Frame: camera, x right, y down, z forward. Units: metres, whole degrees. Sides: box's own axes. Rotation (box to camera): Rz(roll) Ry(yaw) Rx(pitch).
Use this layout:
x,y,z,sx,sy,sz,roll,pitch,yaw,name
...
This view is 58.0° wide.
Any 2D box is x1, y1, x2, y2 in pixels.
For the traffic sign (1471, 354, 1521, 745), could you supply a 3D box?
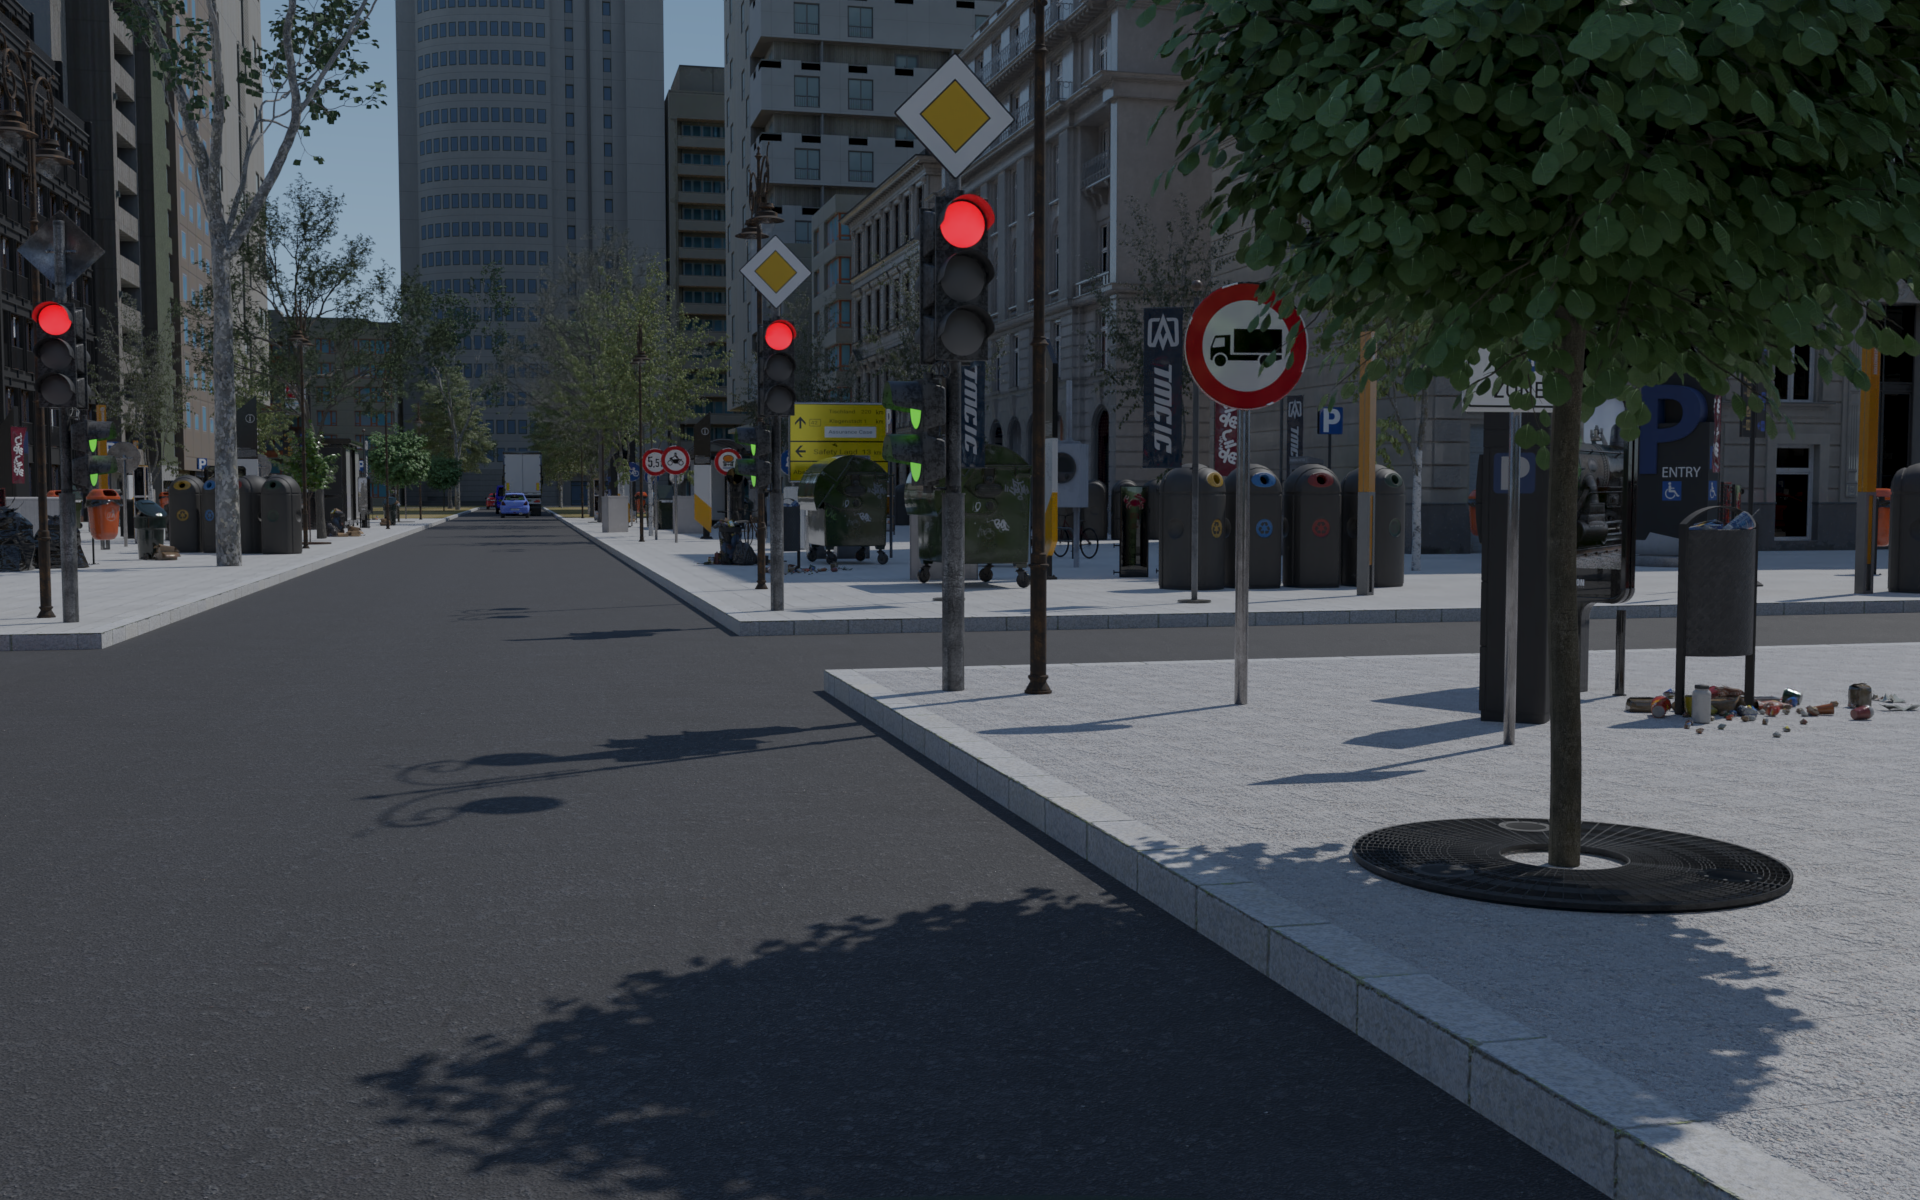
x,y,z,sx,sy,sz,roll,pitch,yaw,name
2.812,-0.408,8.801,0.606,2.300,0.079,-1,4,-11,traffic sign

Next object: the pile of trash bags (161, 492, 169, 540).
x,y,z,sx,sy,sz,roll,pitch,yaw,name
-21.333,-2.369,48.487,1.912,1.369,3.447,-3,4,-39,pile of trash bags

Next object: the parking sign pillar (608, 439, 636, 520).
x,y,z,sx,sy,sz,roll,pitch,yaw,name
-16.492,-5.869,84.428,1.447,3.967,1.447,-3,4,-36,parking sign pillar

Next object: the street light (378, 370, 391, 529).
x,y,z,sx,sy,sz,roll,pitch,yaw,name
-20.894,-5.523,63.084,0.468,5.910,1.993,-1,4,-14,street light

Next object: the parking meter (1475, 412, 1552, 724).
x,y,z,sx,sy,sz,roll,pitch,yaw,name
3.129,-0.248,9.771,0.399,1.863,0.255,2,4,29,parking meter

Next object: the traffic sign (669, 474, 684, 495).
x,y,z,sx,sy,sz,roll,pitch,yaw,name
-14.712,-5.496,89.965,0.768,2.556,0.104,0,4,-5,traffic sign

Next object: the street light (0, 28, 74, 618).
x,y,z,sx,sy,sz,roll,pitch,yaw,name
-9.489,-2.753,17.807,0.468,5.910,1.993,-1,4,-14,street light

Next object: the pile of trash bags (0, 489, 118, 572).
x,y,z,sx,sy,sz,roll,pitch,yaw,name
-16.015,-1.245,30.115,1.912,1.369,3.447,1,4,19,pile of trash bags

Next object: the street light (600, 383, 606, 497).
x,y,z,sx,sy,sz,roll,pitch,yaw,name
-14.183,-5.871,68.784,0.468,5.910,1.993,-1,4,-14,street light

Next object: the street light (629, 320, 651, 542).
x,y,z,sx,sy,sz,roll,pitch,yaw,name
-8.540,-4.497,46.306,0.468,5.910,1.993,-1,4,-14,street light

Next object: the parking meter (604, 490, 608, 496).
x,y,z,sx,sy,sz,roll,pitch,yaw,name
-18.361,-5.004,90.224,0.372,1.533,0.369,0,3,0,parking meter

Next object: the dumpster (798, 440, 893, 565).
x,y,z,sx,sy,sz,roll,pitch,yaw,name
-2.116,-1.808,32.062,1.502,2.255,1.985,-1,4,-14,dumpster

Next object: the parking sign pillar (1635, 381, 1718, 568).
x,y,z,sx,sy,sz,roll,pitch,yaw,name
12.748,-2.588,30.779,1.447,3.967,1.447,-3,5,-43,parking sign pillar

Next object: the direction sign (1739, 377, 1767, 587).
x,y,z,sx,sy,sz,roll,pitch,yaw,name
10.984,-1.959,24.022,0.379,3.537,0.876,3,5,45,direction sign

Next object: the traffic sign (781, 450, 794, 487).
x,y,z,sx,sy,sz,roll,pitch,yaw,name
-4.681,-2.964,48.568,0.768,2.556,0.104,0,4,-7,traffic sign

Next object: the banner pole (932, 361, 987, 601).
x,y,z,sx,sy,sz,roll,pitch,yaw,name
0.023,-1.870,20.587,0.401,3.779,0.863,-3,5,-43,banner pole

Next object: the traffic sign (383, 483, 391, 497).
x,y,z,sx,sy,sz,roll,pitch,yaw,name
-27.767,-5.029,84.357,0.606,2.300,0.079,-1,4,-10,traffic sign

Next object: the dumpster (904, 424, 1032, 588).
x,y,z,sx,sy,sz,roll,pitch,yaw,name
0.156,-1.330,24.235,1.502,2.255,1.985,-1,4,-14,dumpster

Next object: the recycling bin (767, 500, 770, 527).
x,y,z,sx,sy,sz,roll,pitch,yaw,name
-7.490,-3.438,68.773,0.722,1.027,0.722,0,4,6,recycling bin

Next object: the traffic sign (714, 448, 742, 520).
x,y,z,sx,sy,sz,roll,pitch,yaw,name
-6.423,-2.933,48.067,0.768,2.556,0.104,-1,4,-9,traffic sign

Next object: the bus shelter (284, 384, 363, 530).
x,y,z,sx,sy,sz,roll,pitch,yaw,name
-24.187,-5.404,65.993,2.179,5.291,8.768,-1,4,-14,bus shelter

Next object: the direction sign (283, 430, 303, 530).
x,y,z,sx,sy,sz,roll,pitch,yaw,name
-23.338,-4.218,60.962,0.876,3.537,0.379,-1,4,-14,direction sign

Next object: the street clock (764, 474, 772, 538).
x,y,z,sx,sy,sz,roll,pitch,yaw,name
-5.691,-2.794,50.257,0.471,2.002,0.358,-1,4,-10,street clock

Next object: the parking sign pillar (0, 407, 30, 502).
x,y,z,sx,sy,sz,roll,pitch,yaw,name
-29.524,-4.002,53.911,1.447,3.967,1.447,2,4,35,parking sign pillar

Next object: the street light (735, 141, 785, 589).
x,y,z,sx,sy,sz,roll,pitch,yaw,name
-2.678,-3.082,23.185,0.468,5.910,1.993,-1,4,-14,street light

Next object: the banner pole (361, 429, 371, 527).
x,y,z,sx,sy,sz,roll,pitch,yaw,name
-22.998,-4.712,67.063,0.401,3.779,0.863,0,4,-5,banner pole

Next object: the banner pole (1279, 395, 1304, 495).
x,y,z,sx,sy,sz,roll,pitch,yaw,name
7.365,-2.982,38.780,0.401,3.779,0.863,-3,4,-39,banner pole

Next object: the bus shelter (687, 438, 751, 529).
x,y,z,sx,sy,sz,roll,pitch,yaw,name
-9.249,-4.385,65.624,2.014,3.302,5.546,-1,4,-14,bus shelter

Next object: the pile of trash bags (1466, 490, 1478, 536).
x,y,z,sx,sy,sz,roll,pitch,yaw,name
11.502,-1.546,35.034,3.447,1.369,1.912,-2,4,-35,pile of trash bags

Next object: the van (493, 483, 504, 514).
x,y,z,sx,sy,sz,roll,pitch,yaw,name
-32.744,-7.417,125.656,2.240,2.365,5.245,-1,4,-15,van

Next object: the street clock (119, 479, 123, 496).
x,y,z,sx,sy,sz,roll,pitch,yaw,name
-40.790,-4.881,84.367,0.358,2.002,0.471,-1,4,-20,street clock

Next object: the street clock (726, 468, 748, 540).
x,y,z,sx,sy,sz,roll,pitch,yaw,name
-6.157,-2.626,47.503,0.471,2.002,0.358,0,4,2,street clock

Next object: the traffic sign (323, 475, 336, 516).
x,y,z,sx,sy,sz,roll,pitch,yaw,name
-22.713,-3.777,61.764,0.884,2.594,0.081,-1,4,-11,traffic sign

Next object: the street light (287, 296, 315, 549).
x,y,z,sx,sy,sz,roll,pitch,yaw,name
-15.390,-4.146,40.571,0.468,5.910,1.993,-1,4,-14,street light

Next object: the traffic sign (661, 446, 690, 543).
x,y,z,sx,sy,sz,roll,pitch,yaw,name
-7.475,-2.780,45.563,0.768,2.556,0.104,-1,4,-8,traffic sign

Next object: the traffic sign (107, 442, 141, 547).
x,y,z,sx,sy,sz,roll,pitch,yaw,name
-20.343,-2.572,42.166,0.768,2.556,0.104,-1,4,-12,traffic sign

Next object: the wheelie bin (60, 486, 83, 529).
x,y,z,sx,sy,sz,roll,pitch,yaw,name
-32.735,-3.406,63.604,0.693,1.594,0.980,1,4,13,wheelie bin

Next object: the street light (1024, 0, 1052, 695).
x,y,z,sx,sy,sz,roll,pitch,yaw,name
0.503,-2.336,10.981,0.468,5.910,1.993,-1,4,-14,street light

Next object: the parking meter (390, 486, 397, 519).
x,y,z,sx,sy,sz,roll,pitch,yaw,name
-29.185,-5.115,89.348,0.255,1.863,0.399,0,4,7,parking meter

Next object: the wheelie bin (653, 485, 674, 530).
x,y,z,sx,sy,sz,roll,pitch,yaw,name
-10.715,-3.345,62.605,0.980,1.594,0.693,-2,4,-28,wheelie bin

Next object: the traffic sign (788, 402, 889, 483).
x,y,z,sx,sy,sz,roll,pitch,yaw,name
-2.682,-2.729,38.492,2.265,3.308,0.079,-1,4,-11,traffic sign

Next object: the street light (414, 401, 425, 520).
x,y,z,sx,sy,sz,roll,pitch,yaw,name
-26.881,-6.933,86.149,0.468,5.910,1.993,-1,4,-14,street light

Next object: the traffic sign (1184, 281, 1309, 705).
x,y,z,sx,sy,sz,roll,pitch,yaw,name
1.715,-0.636,10.498,0.768,2.556,0.104,0,4,-6,traffic sign

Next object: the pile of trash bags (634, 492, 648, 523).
x,y,z,sx,sy,sz,roll,pitch,yaw,name
-13.146,-4.058,76.099,3.447,1.369,1.912,3,5,41,pile of trash bags

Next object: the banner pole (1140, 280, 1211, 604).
x,y,z,sx,sy,sz,roll,pitch,yaw,name
2.549,-1.860,20.428,0.863,3.779,0.401,1,4,16,banner pole

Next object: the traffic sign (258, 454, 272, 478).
x,y,z,sx,sy,sz,roll,pitch,yaw,name
-22.304,-3.366,55.137,0.768,2.556,0.104,-1,4,-13,traffic sign

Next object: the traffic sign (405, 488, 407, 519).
x,y,z,sx,sy,sz,roll,pitch,yaw,name
-28.416,-5.429,88.768,0.884,2.594,0.081,0,4,-7,traffic sign

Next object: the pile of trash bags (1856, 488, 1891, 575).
x,y,z,sx,sy,sz,roll,pitch,yaw,name
15.892,-1.056,27.010,3.447,1.369,1.912,2,4,31,pile of trash bags

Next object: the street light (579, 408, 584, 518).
x,y,z,sx,sy,sz,roll,pitch,yaw,name
-19.920,-7.245,91.244,0.468,5.910,1.993,-1,4,-14,street light
